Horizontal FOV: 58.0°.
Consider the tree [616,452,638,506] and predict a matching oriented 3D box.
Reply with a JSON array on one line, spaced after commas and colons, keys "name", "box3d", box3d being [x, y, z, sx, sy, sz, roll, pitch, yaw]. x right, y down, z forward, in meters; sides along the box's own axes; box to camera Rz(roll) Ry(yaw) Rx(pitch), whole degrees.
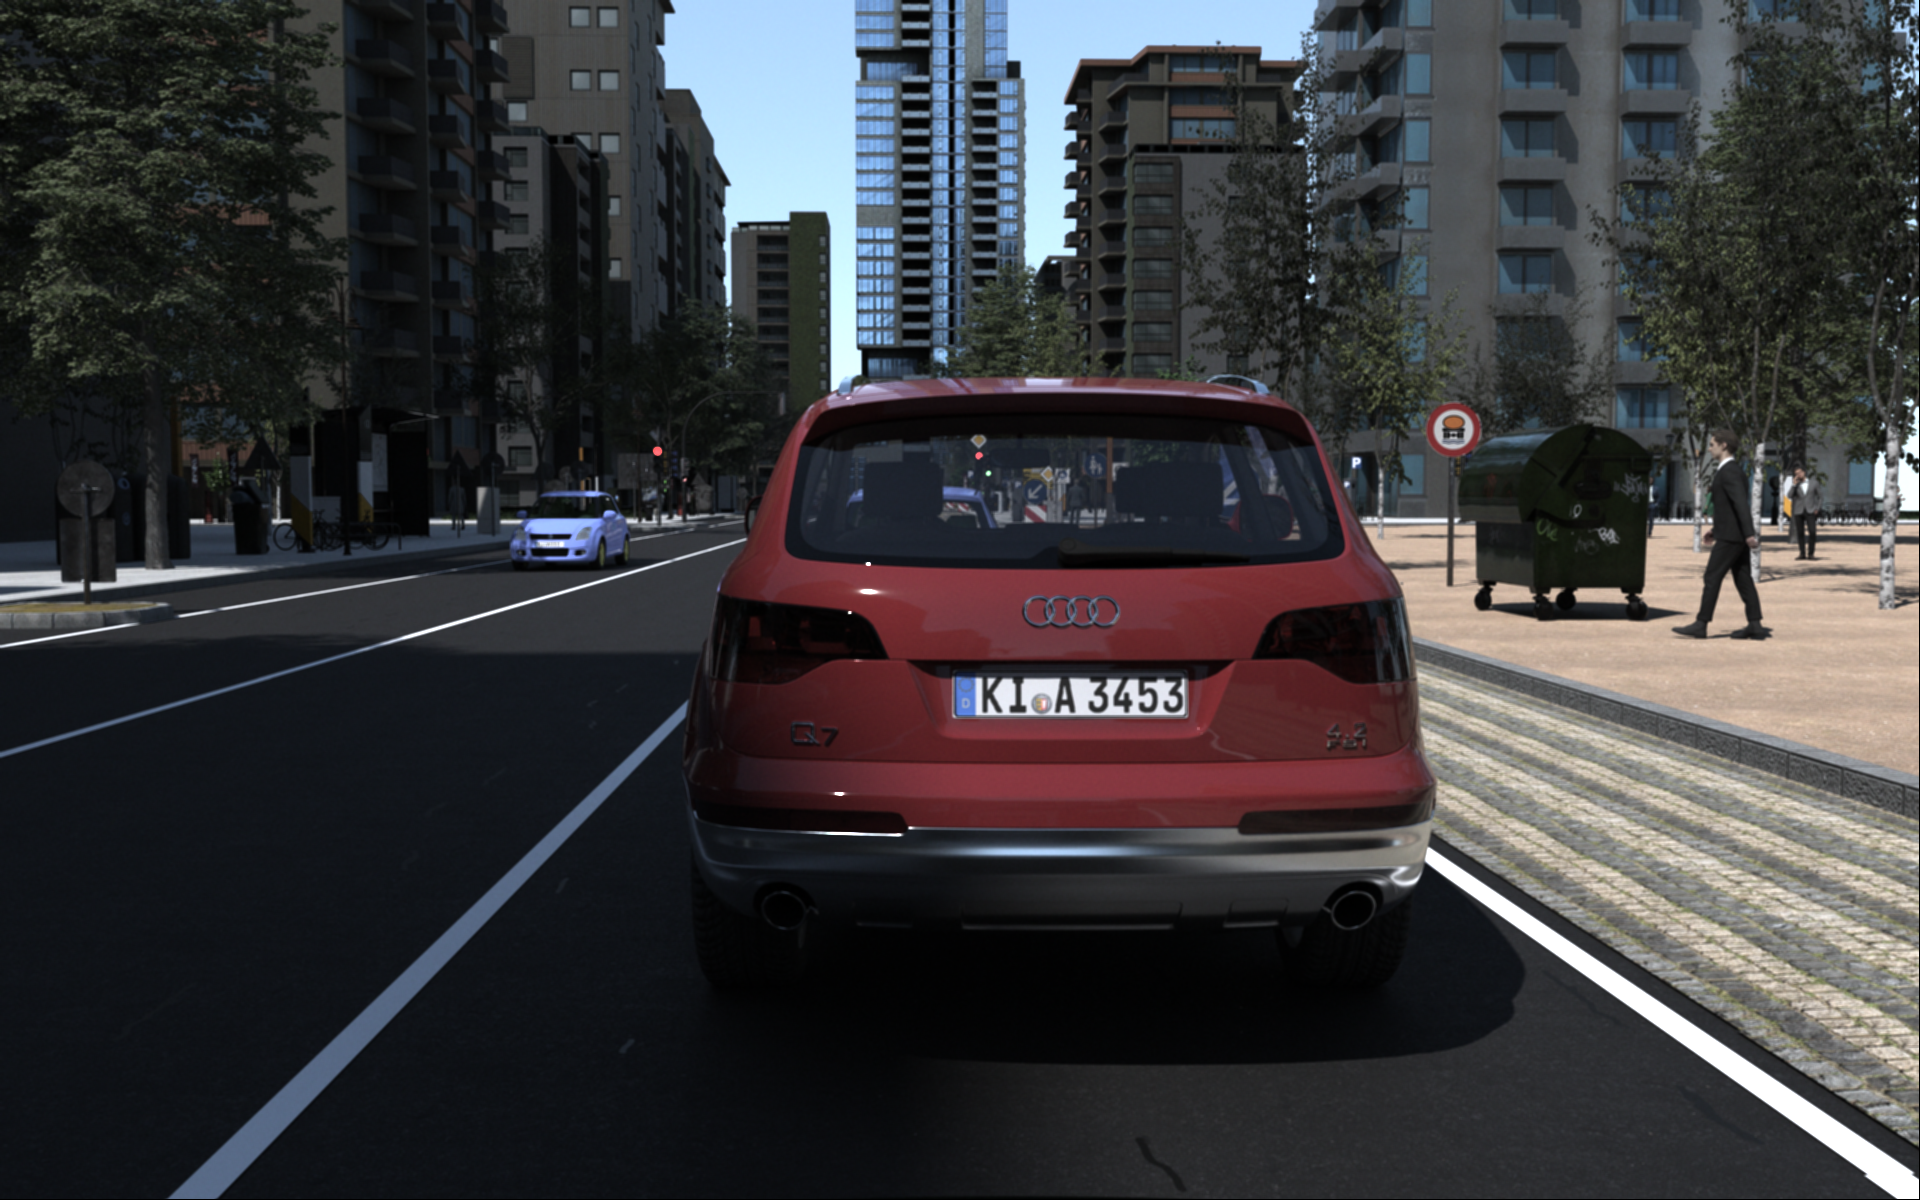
[{"name": "tree", "box3d": [-25.148, -9.232, 134.658, 4.285, 4.588, 4.351, 0, 3, 0]}]

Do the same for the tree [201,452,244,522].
[{"name": "tree", "box3d": [-34.133, -5.206, 79.717, 1.663, 3.219, 1.824, 0, 3, 0]}]

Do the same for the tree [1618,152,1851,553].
[{"name": "tree", "box3d": [16.149, -5.328, 37.475, 4.737, 8.622, 4.395, 0, 3, 0]}]

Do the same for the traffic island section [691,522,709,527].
[{"name": "traffic island section", "box3d": [-12.270, -3.348, 77.022, 2.009, 0.180, 2.903, 0, 4, -2]}]

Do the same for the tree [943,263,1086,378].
[{"name": "tree", "box3d": [2.586, -10.249, 85.701, 7.486, 12.596, 7.792, 0, 3, 0]}]

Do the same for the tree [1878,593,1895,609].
[{"name": "tree", "box3d": [10.592, -4.202, 19.071, 4.360, 8.622, 3.978, 0, 3, 0]}]

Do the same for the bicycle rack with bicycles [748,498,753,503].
[{"name": "bicycle rack with bicycles", "box3d": [-17.491, -7.858, 141.856, 2.852, 0.926, 2.925, 3, 5, 45]}]

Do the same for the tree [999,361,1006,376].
[{"name": "tree", "box3d": [2.750, -8.805, 94.322, 4.360, 8.622, 3.978, 0, 3, 0]}]

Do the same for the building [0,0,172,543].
[{"name": "building", "box3d": [-37.029, -15.634, 49.116, 24.014, 27.812, 14.314, 0, 4, -2]}]

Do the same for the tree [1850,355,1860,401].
[{"name": "tree", "box3d": [27.883, -6.593, 58.154, 4.737, 8.622, 4.395, 0, 3, 0]}]

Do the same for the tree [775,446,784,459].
[{"name": "tree", "box3d": [-18.135, -14.573, 188.627, 4.360, 8.622, 3.978, 0, 3, 0]}]

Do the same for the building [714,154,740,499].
[{"name": "building", "box3d": [-47.085, -40.989, 259.412, 27.495, 52.752, 28.713, 0, 4, -2]}]

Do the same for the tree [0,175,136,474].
[{"name": "tree", "box3d": [-20.800, -5.475, 39.871, 4.360, 8.622, 3.978, 0, 3, 0]}]

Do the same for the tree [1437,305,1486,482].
[{"name": "tree", "box3d": [20.109, -6.976, 64.423, 4.360, 8.622, 3.978, 0, 3, 0]}]

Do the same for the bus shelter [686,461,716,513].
[{"name": "bus shelter", "box3d": [-18.175, -7.922, 120.806, 1.731, 3.624, 6.357, 0, 4, -2]}]

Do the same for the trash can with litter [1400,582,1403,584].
[{"name": "trash can with litter", "box3d": [5.356, -0.868, 25.251, 1.678, 1.210, 2.233, 0, 4, -8]}]

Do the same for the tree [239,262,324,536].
[{"name": "tree", "box3d": [-21.327, -6.266, 52.817, 4.737, 8.622, 4.395, 0, 3, 0]}]

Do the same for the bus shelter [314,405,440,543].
[{"name": "bus shelter", "box3d": [-16.227, -3.503, 48.551, 1.731, 3.624, 6.357, 0, 4, -2]}]

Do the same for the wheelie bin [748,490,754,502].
[{"name": "wheelie bin", "box3d": [-18.074, -8.685, 149.909, 0.980, 1.594, 0.693, -3, 5, -42]}]

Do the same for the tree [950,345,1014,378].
[{"name": "tree", "box3d": [2.180, -13.953, 138.499, 12.009, 13.543, 11.850, 0, 3, 0]}]

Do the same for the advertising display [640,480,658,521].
[{"name": "advertising display", "box3d": [-14.724, -4.694, 81.954, 0.123, 1.923, 0.974, 3, 5, 42]}]

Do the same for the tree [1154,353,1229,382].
[{"name": "tree", "box3d": [5.331, -3.470, 40.441, 4.285, 4.588, 4.351, 0, 3, 0]}]

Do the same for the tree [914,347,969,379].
[{"name": "tree", "box3d": [0.137, -22.283, 220.220, 12.611, 20.169, 13.585, 0, 3, 0]}]

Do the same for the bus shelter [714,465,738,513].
[{"name": "bus shelter", "box3d": [-16.275, -7.877, 122.716, 2.014, 3.302, 5.546, 0, 4, -2]}]

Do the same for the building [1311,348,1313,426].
[{"name": "building", "box3d": [43.681, -29.562, 255.042, 14.107, 30.474, 14.160, 0, 4, -2]}]

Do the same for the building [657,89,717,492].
[{"name": "building", "box3d": [-40.560, -35.521, 204.461, 21.600, 48.544, 21.300, 0, 4, -2]}]

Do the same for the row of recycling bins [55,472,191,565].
[{"name": "row of recycling bins", "box3d": [-15.929, -1.581, 32.958, 1.069, 1.692, 3.534, 0, 4, 7]}]

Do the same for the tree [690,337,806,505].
[{"name": "tree", "box3d": [-16.766, -13.810, 136.168, 12.009, 13.543, 11.850, 0, 3, 0]}]

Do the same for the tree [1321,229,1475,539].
[{"name": "tree", "box3d": [12.193, -6.030, 48.949, 4.737, 8.622, 4.395, 0, 3, 0]}]

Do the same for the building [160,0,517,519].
[{"name": "building", "box3d": [-38.639, -27.233, 99.876, 22.147, 44.769, 28.867, 0, 4, -2]}]

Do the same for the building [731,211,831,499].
[{"name": "building", "box3d": [-25.931, -34.780, 252.241, 14.086, 41.232, 14.154, 0, 4, -2]}]

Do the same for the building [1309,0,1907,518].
[{"name": "building", "box3d": [35.619, -29.394, 100.193, 30.456, 49.044, 23.786, 0, 4, -2]}]

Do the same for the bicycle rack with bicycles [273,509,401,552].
[{"name": "bicycle rack with bicycles", "box3d": [-14.294, -1.623, 39.916, 2.925, 0.926, 2.852, -3, 4, -36]}]

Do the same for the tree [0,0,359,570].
[{"name": "tree", "box3d": [-14.060, -6.782, 29.012, 7.486, 12.596, 7.792, 0, 3, 0]}]

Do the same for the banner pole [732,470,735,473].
[{"name": "banner pole", "box3d": [-16.825, -8.425, 127.768, 0.863, 3.779, 0.401, -2, 4, -23]}]

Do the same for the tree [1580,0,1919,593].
[{"name": "tree", "box3d": [11.470, -4.568, 25.054, 4.360, 8.622, 3.978, 0, 3, 0]}]

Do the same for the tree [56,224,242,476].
[{"name": "tree", "box3d": [-21.539, -5.787, 44.985, 4.737, 8.622, 4.395, 0, 3, 0]}]

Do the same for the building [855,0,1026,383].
[{"name": "building", "box3d": [-3.551, -57.704, 256.136, 31.000, 86.520, 22.319, 0, 4, -2]}]

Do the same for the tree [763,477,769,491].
[{"name": "tree", "box3d": [-18.639, -10.742, 170.237, 1.663, 3.219, 1.824, 0, 3, 0]}]

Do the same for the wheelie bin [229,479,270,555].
[{"name": "wheelie bin", "box3d": [-15.105, -1.768, 36.819, 0.693, 1.594, 0.980, 0, 4, -6]}]

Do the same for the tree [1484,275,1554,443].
[{"name": "tree", "box3d": [20.297, -6.645, 59.008, 4.360, 8.622, 3.978, 0, 3, 0]}]

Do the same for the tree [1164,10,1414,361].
[{"name": "tree", "box3d": [5.010, -4.712, 27.402, 4.360, 8.622, 3.978, 0, 3, 0]}]

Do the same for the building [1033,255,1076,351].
[{"name": "building", "box3d": [23.768, -34.952, 263.340, 23.993, 40.220, 32.217, 0, 4, -2]}]

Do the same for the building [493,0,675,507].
[{"name": "building", "box3d": [-42.681, -35.155, 164.027, 28.713, 52.752, 27.495, 0, 4, -2]}]

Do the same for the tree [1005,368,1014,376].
[{"name": "tree", "box3d": [3.022, -11.349, 119.971, 7.601, 10.594, 8.767, 1, 4, 11]}]

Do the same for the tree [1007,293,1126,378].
[{"name": "tree", "box3d": [3.687, -6.938, 63.806, 4.737, 8.622, 4.395, 0, 3, 0]}]

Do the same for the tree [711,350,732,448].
[{"name": "tree", "box3d": [-15.868, -9.688, 92.807, 7.601, 10.594, 8.767, -2, 4, -33]}]

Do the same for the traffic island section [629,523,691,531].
[{"name": "traffic island section", "box3d": [-12.004, -2.860, 69.041, 2.009, 0.180, 2.903, 0, 4, -2]}]

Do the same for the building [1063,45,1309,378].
[{"name": "building", "box3d": [21.937, -31.780, 174.235, 22.147, 44.769, 28.867, 0, 4, -2]}]

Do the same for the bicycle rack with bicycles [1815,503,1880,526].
[{"name": "bicycle rack with bicycles", "box3d": [35.155, -3.444, 69.694, 2.852, 0.926, 2.925, 0, 4, 0]}]

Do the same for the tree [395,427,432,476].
[{"name": "tree", "box3d": [-27.418, -6.150, 84.261, 4.285, 4.588, 4.351, 0, 3, 0]}]

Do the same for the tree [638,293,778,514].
[{"name": "tree", "box3d": [-16.370, -12.511, 111.206, 9.857, 13.997, 8.962, 0, 3, 0]}]

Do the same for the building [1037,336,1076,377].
[{"name": "building", "box3d": [23.350, -21.968, 204.222, 27.650, 21.520, 28.899, 0, 4, -2]}]

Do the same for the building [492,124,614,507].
[{"name": "building", "box3d": [-36.195, -22.475, 139.175, 14.160, 30.474, 14.107, 0, 4, -2]}]

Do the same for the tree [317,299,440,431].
[{"name": "tree", "box3d": [-22.356, -7.077, 66.074, 4.360, 8.622, 3.978, 0, 3, 0]}]

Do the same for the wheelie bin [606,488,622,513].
[{"name": "wheelie bin", "box3d": [-17.524, -4.866, 87.473, 0.980, 1.594, 0.693, 2, 4, 29]}]

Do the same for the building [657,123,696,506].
[{"name": "building", "box3d": [-36.112, -30.689, 185.359, 14.154, 41.232, 14.086, 0, 4, -2]}]

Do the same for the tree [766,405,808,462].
[{"name": "tree", "box3d": [-18.593, -16.764, 199.854, 9.928, 11.665, 9.643, 0, 3, 0]}]

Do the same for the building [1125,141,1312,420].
[{"name": "building", "box3d": [20.732, -22.895, 146.034, 14.160, 30.474, 14.107, 0, 4, -2]}]

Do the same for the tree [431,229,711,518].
[{"name": "tree", "box3d": [-14.397, -7.691, 60.155, 8.767, 10.594, 7.601, 1, 4, 16]}]
